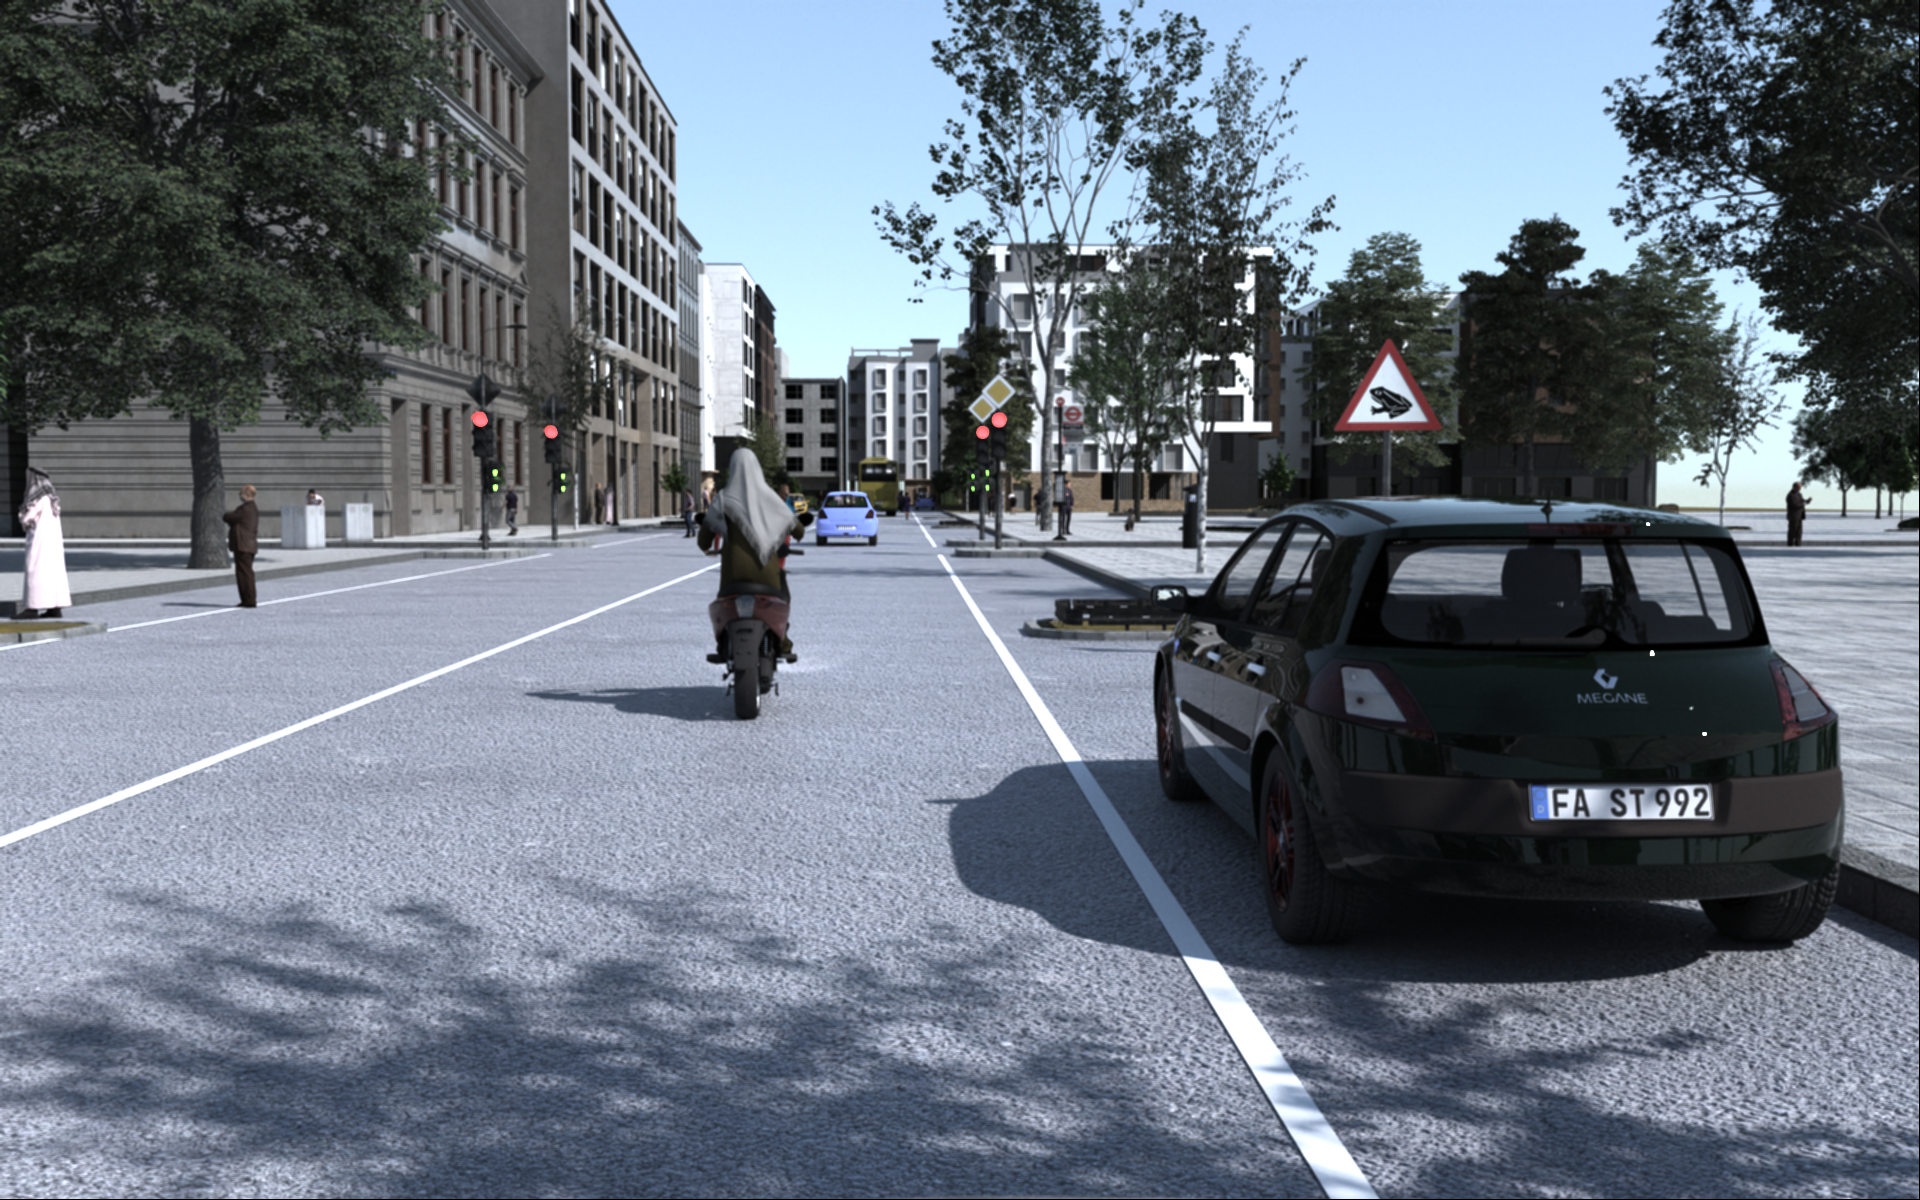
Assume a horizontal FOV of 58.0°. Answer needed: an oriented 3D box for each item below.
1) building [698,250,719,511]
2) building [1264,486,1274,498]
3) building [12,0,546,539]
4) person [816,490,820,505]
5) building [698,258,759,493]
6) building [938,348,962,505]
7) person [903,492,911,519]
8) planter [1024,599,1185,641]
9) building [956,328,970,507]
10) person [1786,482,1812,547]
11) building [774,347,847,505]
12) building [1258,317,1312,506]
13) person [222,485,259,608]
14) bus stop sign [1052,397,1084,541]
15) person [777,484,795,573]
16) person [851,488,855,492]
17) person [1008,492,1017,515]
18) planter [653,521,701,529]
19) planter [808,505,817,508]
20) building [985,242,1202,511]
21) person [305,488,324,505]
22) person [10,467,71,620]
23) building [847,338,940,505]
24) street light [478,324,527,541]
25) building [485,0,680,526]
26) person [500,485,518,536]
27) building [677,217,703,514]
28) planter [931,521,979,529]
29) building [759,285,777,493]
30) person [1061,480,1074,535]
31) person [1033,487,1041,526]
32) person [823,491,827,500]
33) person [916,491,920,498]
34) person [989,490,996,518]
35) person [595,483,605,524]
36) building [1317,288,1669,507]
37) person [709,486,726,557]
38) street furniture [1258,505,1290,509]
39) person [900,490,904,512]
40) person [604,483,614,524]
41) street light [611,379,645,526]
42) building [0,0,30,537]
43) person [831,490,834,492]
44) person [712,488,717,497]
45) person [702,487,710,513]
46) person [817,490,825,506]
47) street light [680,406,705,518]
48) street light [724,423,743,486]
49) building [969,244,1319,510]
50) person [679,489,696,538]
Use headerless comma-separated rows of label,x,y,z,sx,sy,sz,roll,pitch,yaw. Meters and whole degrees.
building,-26.324,-16.651,128.658,16.016,20.091,11.380,0,4,-2
building,42.996,-16.738,215.816,28.070,9.664,9.099,0,4,-2
building,-21.980,-13.628,58.969,11.583,22.565,21.152,0,4,-2
person,-14.682,-10.564,180.844,1.348,1.869,0.705,3,5,45
building,-33.141,-18.775,150.953,27.936,21.610,32.646,0,4,-2
building,13.121,-21.494,217.881,31.486,18.905,16.747,0,4,-2
person,-3.015,-5.320,97.848,0.453,1.535,0.546,-1,4,-20
planter,1.673,0.199,17.890,1.991,0.319,1.994,0,4,-2
building,7.645,-19.803,180.198,16.016,20.091,11.380,0,4,-2
person,21.338,-2.134,44.079,0.600,1.739,0.565,2,4,25
building,-30.215,-21.413,216.555,31.486,18.905,16.747,0,4,-2
building,31.466,-20.452,190.810,11.380,20.091,16.016,0,4,-2
person,-9.036,-0.674,21.790,0.388,1.546,0.482,0,4,-6
bus stop sign,2.979,-3.613,47.772,0.855,3.939,0.416,1,4,9
person,-3.166,-1.297,31.418,0.444,1.614,0.593,3,4,39
person,-6.375,-5.633,101.125,0.750,1.759,0.617,2,4,32
person,3.234,-5.996,107.267,0.799,1.438,0.628,3,5,41
planter,-11.719,-3.136,72.413,1.991,0.319,1.994,0,4,-2
planter,-15.282,-9.501,176.487,1.991,0.319,1.994,0,4,-2
building,10.101,-17.114,136.229,16.016,20.091,11.380,0,4,-2
person,-17.467,-2.294,46.742,0.628,1.438,0.799,-3,5,-44
person,-10.615,-0.660,19.968,0.621,1.740,0.551,-2,4,-25
building,-8.292,-22.047,216.895,11.380,20.091,16.016,0,4,-2
street light,-12.533,-4.584,47.483,1.470,5.913,1.316,0,4,-2
building,-25.890,-17.237,86.333,19.350,26.468,34.151,0,4,-2
person,-13.894,-2.770,53.544,0.569,1.553,0.471,-2,4,-32
building,-22.623,-16.134,112.937,9.793,20.994,18.267,0,4,-2
planter,-0.212,-3.161,72.815,1.991,0.319,1.994,0,4,-2
building,-36.338,-20.693,182.302,32.646,21.610,27.936,0,4,-2
person,3.338,-2.907,54.498,0.541,1.710,0.530,-1,4,-21
person,3.182,-3.805,70.456,0.569,1.553,0.471,3,5,45
person,-13.795,-10.392,178.858,0.683,1.767,0.568,-3,5,-42
person,-4.422,-11.123,190.887,0.617,1.759,0.750,2,4,34
person,1.774,-5.294,94.071,0.415,1.643,0.593,1,4,22
person,-15.430,-4.134,74.192,0.434,1.755,0.990,-1,4,-16
building,53.661,-20.909,185.839,32.646,21.610,27.936,0,4,-2
person,-5.410,-1.791,39.483,0.593,1.614,0.444,3,4,39
street furniture,25.185,-6.416,120.528,10.072,0.657,5.734,0,4,-7
person,-4.474,-7.762,136.121,0.721,1.735,1.217,-2,4,-24
person,-14.768,-4.052,72.963,0.551,1.740,0.621,1,4,17
street light,-13.387,-5.952,69.856,1.470,5.913,1.316,0,4,-2
building,-45.178,-14.436,55.119,34.723,24.649,14.460,0,4,-2
person,-11.739,-9.248,159.793,1.348,1.812,0.705,-3,5,-44
person,-15.311,-6.216,109.130,0.566,1.644,0.517,1,4,21
person,-14.971,-5.831,102.312,0.436,1.711,0.756,-2,4,-26
person,-10.819,-7.719,135.524,0.721,1.723,1.217,2,4,33
street light,-14.127,-7.273,91.453,1.470,5.913,1.316,0,4,-2
street light,-14.842,-8.597,113.099,1.470,5.913,1.316,0,4,-2
building,14.690,-19.226,158.323,27.936,21.610,32.646,0,4,-2
person,-8.900,-2.826,56.671,0.435,1.587,0.963,-2,4,-30
